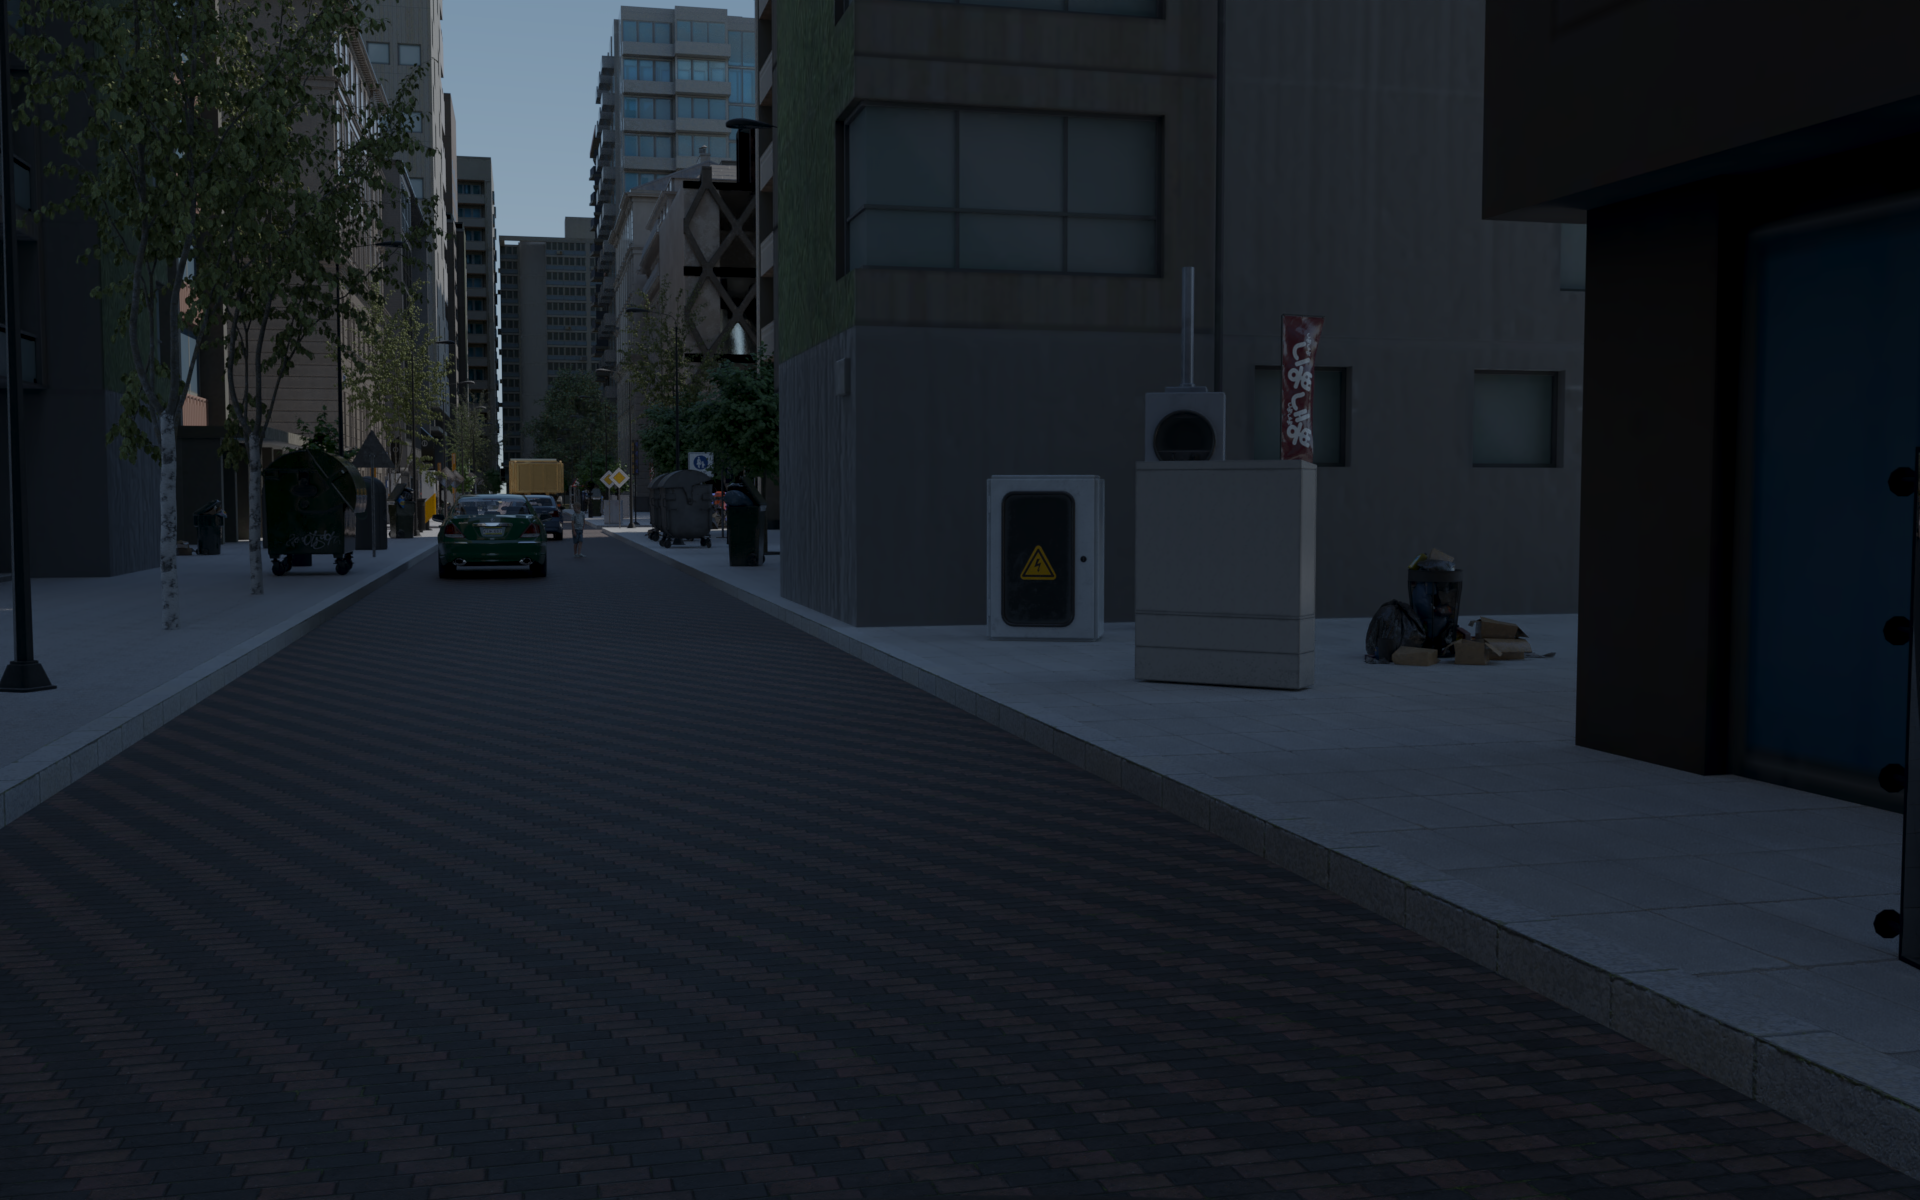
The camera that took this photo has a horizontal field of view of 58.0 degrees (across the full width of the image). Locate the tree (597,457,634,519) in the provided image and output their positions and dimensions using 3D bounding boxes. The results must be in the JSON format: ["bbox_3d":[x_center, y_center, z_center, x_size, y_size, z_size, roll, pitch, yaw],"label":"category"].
[{"bbox_3d":[-17.889,-5.898,91.033,1.663,3.219,1.824,0,3,0],"label":"tree"}]

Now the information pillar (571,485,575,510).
[{"bbox_3d":[-32.022,-8.482,143.172,0.304,2.012,0.304,-1,4,-13],"label":"information pillar"}]

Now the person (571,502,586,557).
[{"bbox_3d":[-8.658,-1.600,39.346,0.332,1.250,0.352,0,4,-1],"label":"person"}]

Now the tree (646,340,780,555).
[{"bbox_3d":[-4.210,-3.263,37.065,4.285,4.588,4.351,0,3,0],"label":"tree"}]

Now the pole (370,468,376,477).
[{"bbox_3d":[-20.929,-4.156,61.795,0.158,3.312,0.155,0,3,0],"label":"pole"}]

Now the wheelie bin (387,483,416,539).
[{"bbox_3d":[-16.173,-2.585,50.170,0.693,1.594,0.980,-3,5,-40],"label":"wheelie bin"}]

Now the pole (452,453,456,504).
[{"bbox_3d":[-25.259,-5.666,86.490,0.158,3.312,0.155,0,3,0],"label":"pole"}]

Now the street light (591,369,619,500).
[{"bbox_3d":[-12.834,-5.629,64.567,1.470,5.913,1.316,-1,4,-14],"label":"street light"}]

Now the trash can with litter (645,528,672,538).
[{"bbox_3d":[-8.584,-2.361,49.995,1.055,1.170,0.624,0,4,6],"label":"trash can with litter"}]

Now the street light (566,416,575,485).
[{"bbox_3d":[-22.431,-7.967,102.802,1.470,5.913,1.316,-1,4,-14],"label":"street light"}]

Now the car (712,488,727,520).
[{"bbox_3d":[-8.429,-3.620,68.782,3.694,1.707,1.945,-1,4,-13],"label":"car"}]

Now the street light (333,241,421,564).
[{"bbox_3d":[-10.801,-3.623,31.783,1.470,5.913,1.316,-1,4,-14],"label":"street light"}]

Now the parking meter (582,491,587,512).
[{"bbox_3d":[-27.630,-7.282,127.475,0.372,1.533,0.369,0,3,0],"label":"parking meter"}]

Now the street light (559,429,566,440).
[{"bbox_3d":[-27.623,-9.242,123.654,1.470,5.913,1.316,-1,4,-14],"label":"street light"}]

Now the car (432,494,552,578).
[{"bbox_3d":[-8.410,-1.185,31.173,2.131,1.459,4.920,-1,4,-15],"label":"car"}]

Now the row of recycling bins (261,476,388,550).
[{"bbox_3d":[-14.865,-2.043,40.518,3.534,1.692,1.069,2,4,24],"label":"row of recycling bins"}]

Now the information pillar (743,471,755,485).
[{"bbox_3d":[-5.563,-2.527,45.801,0.304,2.012,0.304,-1,4,-9],"label":"information pillar"}]

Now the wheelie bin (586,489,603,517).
[{"bbox_3d":[-20.808,-5.538,98.449,0.980,1.594,0.693,-2,4,-31],"label":"wheelie bin"}]

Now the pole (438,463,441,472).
[{"bbox_3d":[-34.051,-7.309,113.345,0.158,3.312,0.155,0,3,0],"label":"pole"}]

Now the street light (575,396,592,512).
[{"bbox_3d":[-17.309,-6.697,82.044,1.470,5.913,1.316,-1,4,-14],"label":"street light"}]

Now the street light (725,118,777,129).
[{"bbox_3d":[-2.211,-3.006,21.694,1.470,5.913,1.316,-1,4,-14],"label":"street light"}]

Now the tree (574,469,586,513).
[{"bbox_3d":[-25.046,-7.423,115.962,1.663,3.219,1.824,0,3,0],"label":"tree"}]

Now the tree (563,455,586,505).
[{"bbox_3d":[-25.047,-8.352,120.265,4.285,4.588,4.351,0,3,0],"label":"tree"}]

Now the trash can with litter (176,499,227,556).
[{"bbox_3d":[-15.967,-1.522,36.278,1.055,1.170,0.624,-3,5,-43],"label":"trash can with litter"}]

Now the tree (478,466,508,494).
[{"bbox_3d":[-53.132,-13.072,197.440,4.285,4.588,4.351,0,3,0],"label":"tree"}]

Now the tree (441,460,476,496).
[{"bbox_3d":[-30.294,-6.691,104.001,1.663,3.219,1.824,0,3,0],"label":"tree"}]

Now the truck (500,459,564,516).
[{"bbox_3d":[-23.120,-6.009,94.175,3.469,3.379,9.791,-1,4,-16],"label":"truck"}]

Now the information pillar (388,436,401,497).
[{"bbox_3d":[-22.760,-4.794,69.732,0.504,3.616,0.183,0,4,-1],"label":"information pillar"}]

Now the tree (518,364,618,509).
[{"bbox_3d":[-33.988,-14.408,152.573,9.611,12.733,9.660,0,3,0],"label":"tree"}]

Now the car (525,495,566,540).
[{"bbox_3d":[-13.524,-2.626,54.939,2.014,1.417,4.499,-1,4,-15],"label":"car"}]

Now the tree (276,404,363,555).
[{"bbox_3d":[-13.523,-2.602,37.141,1.663,3.219,1.824,0,3,0],"label":"tree"}]

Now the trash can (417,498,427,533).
[{"bbox_3d":[-18.120,-2.814,57.661,0.748,1.137,0.748,0,3,0],"label":"trash can"}]

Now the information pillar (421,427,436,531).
[{"bbox_3d":[-18.655,-4.244,60.741,0.504,3.616,0.183,1,4,10],"label":"information pillar"}]

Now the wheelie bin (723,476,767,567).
[{"bbox_3d":[-3.834,-1.404,30.860,0.693,1.594,0.980,0,4,5],"label":"wheelie bin"}]

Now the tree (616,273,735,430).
[{"bbox_3d":[-9.769,-6.640,58.925,4.737,8.622,4.395,0,3,0],"label":"tree"}]

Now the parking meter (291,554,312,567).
[{"bbox_3d":[-11.709,-1.365,30.728,0.372,1.533,0.369,0,3,0],"label":"parking meter"}]

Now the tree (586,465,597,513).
[{"bbox_3d":[-21.999,-6.933,107.952,1.663,3.219,1.824,0,3,0],"label":"tree"}]

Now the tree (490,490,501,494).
[{"bbox_3d":[-56.768,-13.340,212.703,1.663,3.219,1.824,0,3,0],"label":"tree"}]

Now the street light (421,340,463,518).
[{"bbox_3d":[-15.946,-4.882,52.355,1.470,5.913,1.316,-1,4,-14],"label":"street light"}]

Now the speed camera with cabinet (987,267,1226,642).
[{"bbox_3d":[1.279,-1.272,15.133,2.038,3.252,0.660,1,4,10],"label":"speed camera with cabinet"}]

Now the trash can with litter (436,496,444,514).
[{"bbox_3d":[-24.570,-4.322,82.045,0.624,1.170,1.055,2,4,31],"label":"trash can with litter"}]

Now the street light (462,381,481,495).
[{"bbox_3d":[-20.632,-6.034,71.196,1.470,5.913,1.316,-1,4,-14],"label":"street light"}]

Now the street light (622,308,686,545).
[{"bbox_3d":[-7.638,-4.336,43.440,1.470,5.913,1.316,-1,4,-14],"label":"street light"}]

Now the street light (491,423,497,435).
[{"bbox_3d":[-31.125,-8.583,112.869,1.470,5.913,1.316,-1,4,-14],"label":"street light"}]

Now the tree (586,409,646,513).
[{"bbox_3d":[-8.362,-4.250,53.200,4.285,4.588,4.351,0,3,0],"label":"tree"}]

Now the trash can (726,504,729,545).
[{"bbox_3d":[-5.374,-1.863,42.119,0.748,1.137,0.748,0,3,0],"label":"trash can"}]

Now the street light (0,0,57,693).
[{"bbox_3d":[-5.592,-2.369,11.278,1.470,5.913,1.316,-1,4,-14],"label":"street light"}]

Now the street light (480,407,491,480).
[{"bbox_3d":[-25.857,-7.304,91.964,1.470,5.913,1.316,-1,4,-14],"label":"street light"}]

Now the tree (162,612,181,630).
[{"bbox_3d":[-7.365,-4.038,16.380,4.737,8.622,4.395,0,3,0],"label":"tree"}]

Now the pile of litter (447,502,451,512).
[{"bbox_3d":[-38.198,-7.218,131.983,1.719,0.858,1.176,-3,4,-37],"label":"pile of litter"}]

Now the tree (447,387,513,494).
[{"bbox_3d":[-33.214,-10.340,119.428,4.360,8.622,3.978,0,3,0],"label":"tree"}]

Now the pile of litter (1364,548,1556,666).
[{"bbox_3d":[3.889,0.031,13.463,1.719,0.858,1.176,-1,4,-11],"label":"pile of litter"}]
